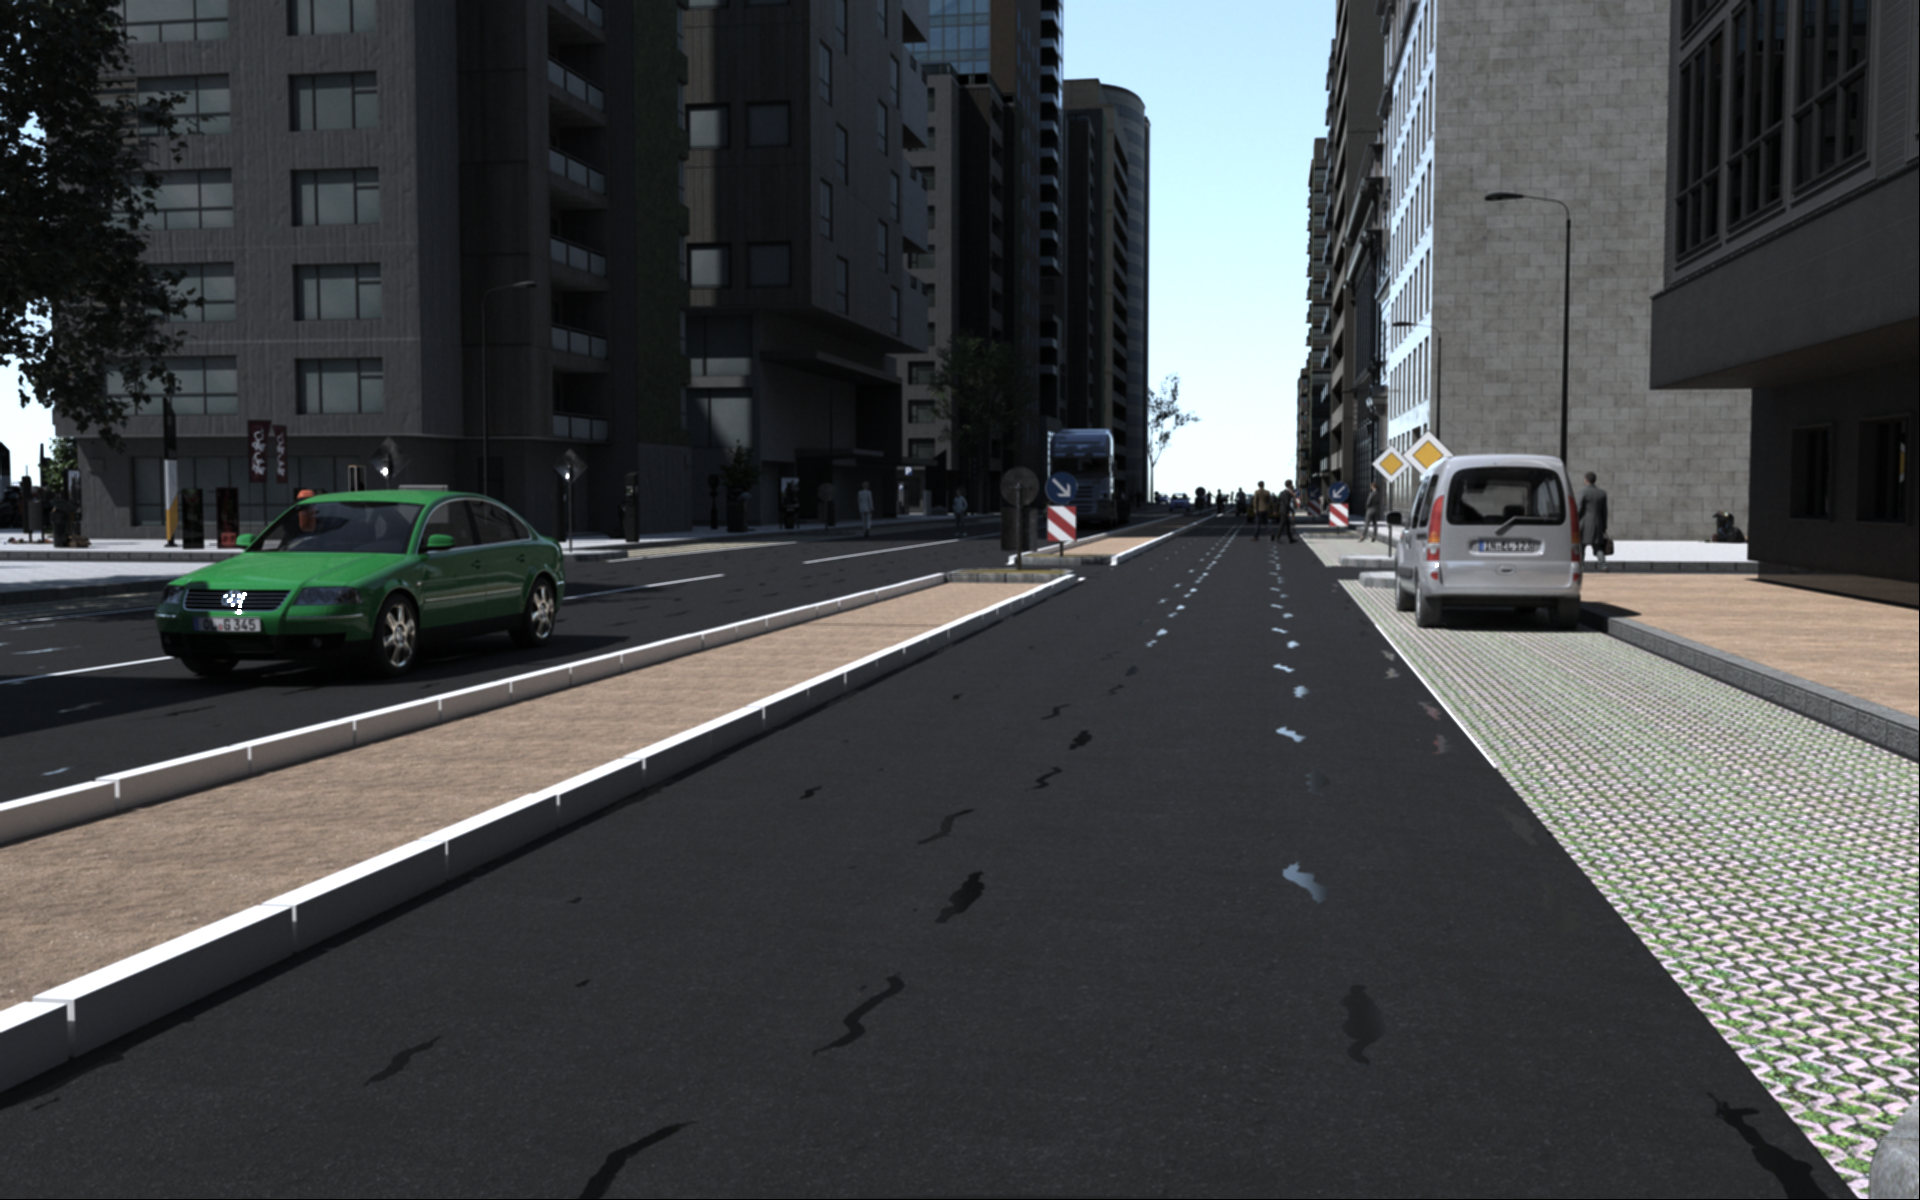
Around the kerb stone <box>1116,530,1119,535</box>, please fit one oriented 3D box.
[{"bbox_3d":[5.250,-2.274,59.376,0.120,0.150,1.000,1,4,10],"label":"kerb stone"}]

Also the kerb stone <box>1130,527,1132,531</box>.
[{"bbox_3d":[6.322,-2.644,65.428,0.120,0.150,1.000,1,4,10],"label":"kerb stone"}]

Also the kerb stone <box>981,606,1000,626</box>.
[{"bbox_3d":[0.272,0.198,19.057,0.120,0.150,1.000,1,4,10],"label":"kerb stone"}]

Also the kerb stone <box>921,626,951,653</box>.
[{"bbox_3d":[-0.258,0.378,16.018,0.120,0.150,1.000,1,4,10],"label":"kerb stone"}]

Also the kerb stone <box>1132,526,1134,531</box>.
[{"bbox_3d":[6.500,-2.706,66.446,0.120,0.150,1.000,1,4,10],"label":"kerb stone"}]

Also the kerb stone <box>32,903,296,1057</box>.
[{"bbox_3d":[-2.220,1.058,4.902,0.120,0.150,1.000,1,4,10],"label":"kerb stone"}]

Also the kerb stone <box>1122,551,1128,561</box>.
[{"bbox_3d":[3.409,-0.893,36.811,0.120,0.150,1.000,1,4,10],"label":"kerb stone"}]

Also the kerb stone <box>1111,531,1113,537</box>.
[{"bbox_3d":[4.891,-2.150,57.351,0.120,0.150,1.000,1,4,10],"label":"kerb stone"}]

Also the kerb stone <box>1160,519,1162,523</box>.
[{"bbox_3d":[9.522,-3.752,83.587,0.120,0.150,1.000,1,4,10],"label":"kerb stone"}]

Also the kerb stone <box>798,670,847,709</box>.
[{"bbox_3d":[-0.976,0.625,11.972,0.120,0.150,1.000,1,4,10],"label":"kerb stone"}]

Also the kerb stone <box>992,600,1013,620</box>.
[{"bbox_3d":[0.456,0.130,20.069,0.120,0.150,1.000,1,4,10],"label":"kerb stone"}]

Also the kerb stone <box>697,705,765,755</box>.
[{"bbox_3d":[-1.334,0.755,9.951,0.120,0.150,1.000,1,4,10],"label":"kerb stone"}]

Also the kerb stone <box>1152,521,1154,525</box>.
[{"bbox_3d":[8.459,-3.384,77.545,0.120,0.150,1.000,1,4,10],"label":"kerb stone"}]

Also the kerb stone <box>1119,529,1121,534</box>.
[{"bbox_3d":[5.434,-2.330,60.384,0.120,0.150,1.000,1,4,10],"label":"kerb stone"}]

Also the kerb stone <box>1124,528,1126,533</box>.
[{"bbox_3d":[5.784,-2.459,62.407,0.120,0.150,1.000,1,4,10],"label":"kerb stone"}]

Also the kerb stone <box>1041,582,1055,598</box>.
[{"bbox_3d":[1.165,-0.118,24.126,0.120,0.150,1.000,1,4,10],"label":"kerb stone"}]

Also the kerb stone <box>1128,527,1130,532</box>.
[{"bbox_3d":[6.146,-2.582,64.422,0.120,0.150,1.000,1,4,10],"label":"kerb stone"}]

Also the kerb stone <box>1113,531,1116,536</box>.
[{"bbox_3d":[5.074,-2.211,58.365,0.120,0.150,1.000,1,4,10],"label":"kerb stone"}]

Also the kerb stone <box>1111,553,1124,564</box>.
[{"bbox_3d":[3.228,-0.828,35.799,0.120,0.150,1.000,1,4,10],"label":"kerb stone"}]

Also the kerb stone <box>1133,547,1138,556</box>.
[{"bbox_3d":[3.946,-1.080,39.852,0.120,0.150,1.000,1,4,10],"label":"kerb stone"}]

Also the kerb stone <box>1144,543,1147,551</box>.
[{"bbox_3d":[4.477,-1.265,42.875,0.120,0.150,1.000,1,4,10],"label":"kerb stone"}]

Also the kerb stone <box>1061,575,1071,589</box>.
[{"bbox_3d":[1.522,-0.241,26.142,0.120,0.150,1.000,1,4,10],"label":"kerb stone"}]

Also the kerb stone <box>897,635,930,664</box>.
[{"bbox_3d":[-0.433,0.439,15.011,0.120,0.150,1.000,1,4,10],"label":"kerb stone"}]

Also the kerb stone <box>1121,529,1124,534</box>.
[{"bbox_3d":[5.612,-2.398,61.400,0.120,0.150,1.000,1,4,10],"label":"kerb stone"}]

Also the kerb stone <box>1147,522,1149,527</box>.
[{"bbox_3d":[7.924,-3.200,74.507,0.120,0.150,1.000,1,4,10],"label":"kerb stone"}]

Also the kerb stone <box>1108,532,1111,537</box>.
[{"bbox_3d":[4.719,-2.088,56.340,0.120,0.150,1.000,1,4,10],"label":"kerb stone"}]

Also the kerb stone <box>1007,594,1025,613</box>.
[{"bbox_3d":[0.633,0.068,21.090,0.120,0.150,1.000,1,4,10],"label":"kerb stone"}]

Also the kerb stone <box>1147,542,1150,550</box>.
[{"bbox_3d":[4.660,-1.326,43.889,0.120,0.150,1.000,1,4,10],"label":"kerb stone"}]

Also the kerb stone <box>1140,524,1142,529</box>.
[{"bbox_3d":[7.216,-2.953,70.473,0.120,0.150,1.000,1,4,10],"label":"kerb stone"}]

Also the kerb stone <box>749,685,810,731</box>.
[{"bbox_3d":[-1.151,0.687,10.965,0.120,0.150,1.000,1,4,10],"label":"kerb stone"}]

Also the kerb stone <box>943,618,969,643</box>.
[{"bbox_3d":[-0.079,0.316,17.039,0.120,0.150,1.000,1,4,10],"label":"kerb stone"}]

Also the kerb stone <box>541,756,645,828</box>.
[{"bbox_3d":[-1.687,0.878,7.924,0.120,0.150,1.000,1,4,10],"label":"kerb stone"}]

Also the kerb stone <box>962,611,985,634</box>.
[{"bbox_3d":[0.094,0.254,18.047,0.120,0.150,1.000,1,4,10],"label":"kerb stone"}]

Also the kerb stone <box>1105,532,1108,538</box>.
[{"bbox_3d":[4.541,-2.024,55.334,0.120,0.150,1.000,1,4,10],"label":"kerb stone"}]

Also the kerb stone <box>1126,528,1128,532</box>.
[{"bbox_3d":[5.968,-2.520,63.415,0.120,0.150,1.000,1,4,10],"label":"kerb stone"}]

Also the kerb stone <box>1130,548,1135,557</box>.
[{"bbox_3d":[3.762,-1.012,38.847,0.120,0.150,1.000,1,4,10],"label":"kerb stone"}]

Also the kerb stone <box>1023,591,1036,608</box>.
[{"bbox_3d":[0.813,0.014,22.112,0.120,0.150,1.000,1,4,10],"label":"kerb stone"}]

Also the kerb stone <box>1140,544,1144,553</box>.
[{"bbox_3d":[4.295,-1.203,41.866,0.120,0.150,1.000,1,4,10],"label":"kerb stone"}]

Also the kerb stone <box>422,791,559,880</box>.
[{"bbox_3d":[-1.869,0.934,6.918,0.120,0.150,1.000,1,4,10],"label":"kerb stone"}]

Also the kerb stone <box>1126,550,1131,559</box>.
[{"bbox_3d":[3.581,-0.957,37.835,0.120,0.150,1.000,1,4,10],"label":"kerb stone"}]

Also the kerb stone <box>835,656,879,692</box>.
[{"bbox_3d":[-0.794,0.563,12.992,0.120,0.150,1.000,1,4,10],"label":"kerb stone"}]

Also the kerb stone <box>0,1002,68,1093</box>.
[{"bbox_3d":[-2.401,1.125,3.896,0.120,0.150,1.000,1,4,10],"label":"kerb stone"}]

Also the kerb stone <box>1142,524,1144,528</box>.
[{"bbox_3d":[7.384,-3.014,71.482,0.120,0.150,1.000,1,4,10],"label":"kerb stone"}]

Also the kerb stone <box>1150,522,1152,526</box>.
[{"bbox_3d":[8.272,-3.323,76.538,0.120,0.150,1.000,1,4,10],"label":"kerb stone"}]

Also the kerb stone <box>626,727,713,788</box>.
[{"bbox_3d":[-1.502,0.811,8.929,0.120,0.150,1.000,1,4,10],"label":"kerb stone"}]

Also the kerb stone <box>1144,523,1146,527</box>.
[{"bbox_3d":[7.565,-3.076,72.487,0.120,0.150,1.000,1,4,10],"label":"kerb stone"}]

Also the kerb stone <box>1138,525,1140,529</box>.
[{"bbox_3d":[7.033,-2.890,69.468,0.120,0.150,1.000,1,4,10],"label":"kerb stone"}]

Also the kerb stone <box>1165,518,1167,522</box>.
[{"bbox_3d":[10.231,-4.001,87.613,0.120,0.150,1.000,1,4,10],"label":"kerb stone"}]

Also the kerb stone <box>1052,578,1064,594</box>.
[{"bbox_3d":[1.349,-0.176,25.132,0.120,0.150,1.000,1,4,10],"label":"kerb stone"}]

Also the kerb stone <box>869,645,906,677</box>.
[{"bbox_3d":[-0.619,0.501,14.006,0.120,0.150,1.000,1,4,10],"label":"kerb stone"}]

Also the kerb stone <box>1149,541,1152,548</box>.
[{"bbox_3d":[4.832,-1.388,44.897,0.120,0.150,1.000,1,4,10],"label":"kerb stone"}]

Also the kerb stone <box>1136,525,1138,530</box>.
[{"bbox_3d":[6.853,-2.828,68.462,0.120,0.150,1.000,1,4,10],"label":"kerb stone"}]

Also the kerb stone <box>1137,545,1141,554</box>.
[{"bbox_3d":[4.120,-1.141,40.859,0.120,0.150,1.000,1,4,10],"label":"kerb stone"}]

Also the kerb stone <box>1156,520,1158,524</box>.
[{"bbox_3d":[8.982,-3.570,80.567,0.120,0.150,1.000,1,4,10],"label":"kerb stone"}]

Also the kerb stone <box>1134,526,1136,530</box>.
[{"bbox_3d":[6.673,-2.764,67.453,0.120,0.150,1.000,1,4,10],"label":"kerb stone"}]

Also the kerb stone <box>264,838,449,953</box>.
[{"bbox_3d":[-2.044,0.996,5.909,0.120,0.150,1.000,1,4,10],"label":"kerb stone"}]

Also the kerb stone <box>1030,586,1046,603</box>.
[{"bbox_3d":[0.996,-0.052,23.118,0.120,0.150,1.000,1,4,10],"label":"kerb stone"}]

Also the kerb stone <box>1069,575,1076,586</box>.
[{"bbox_3d":[1.703,-0.300,27.148,0.120,0.150,1.000,1,4,10],"label":"kerb stone"}]
